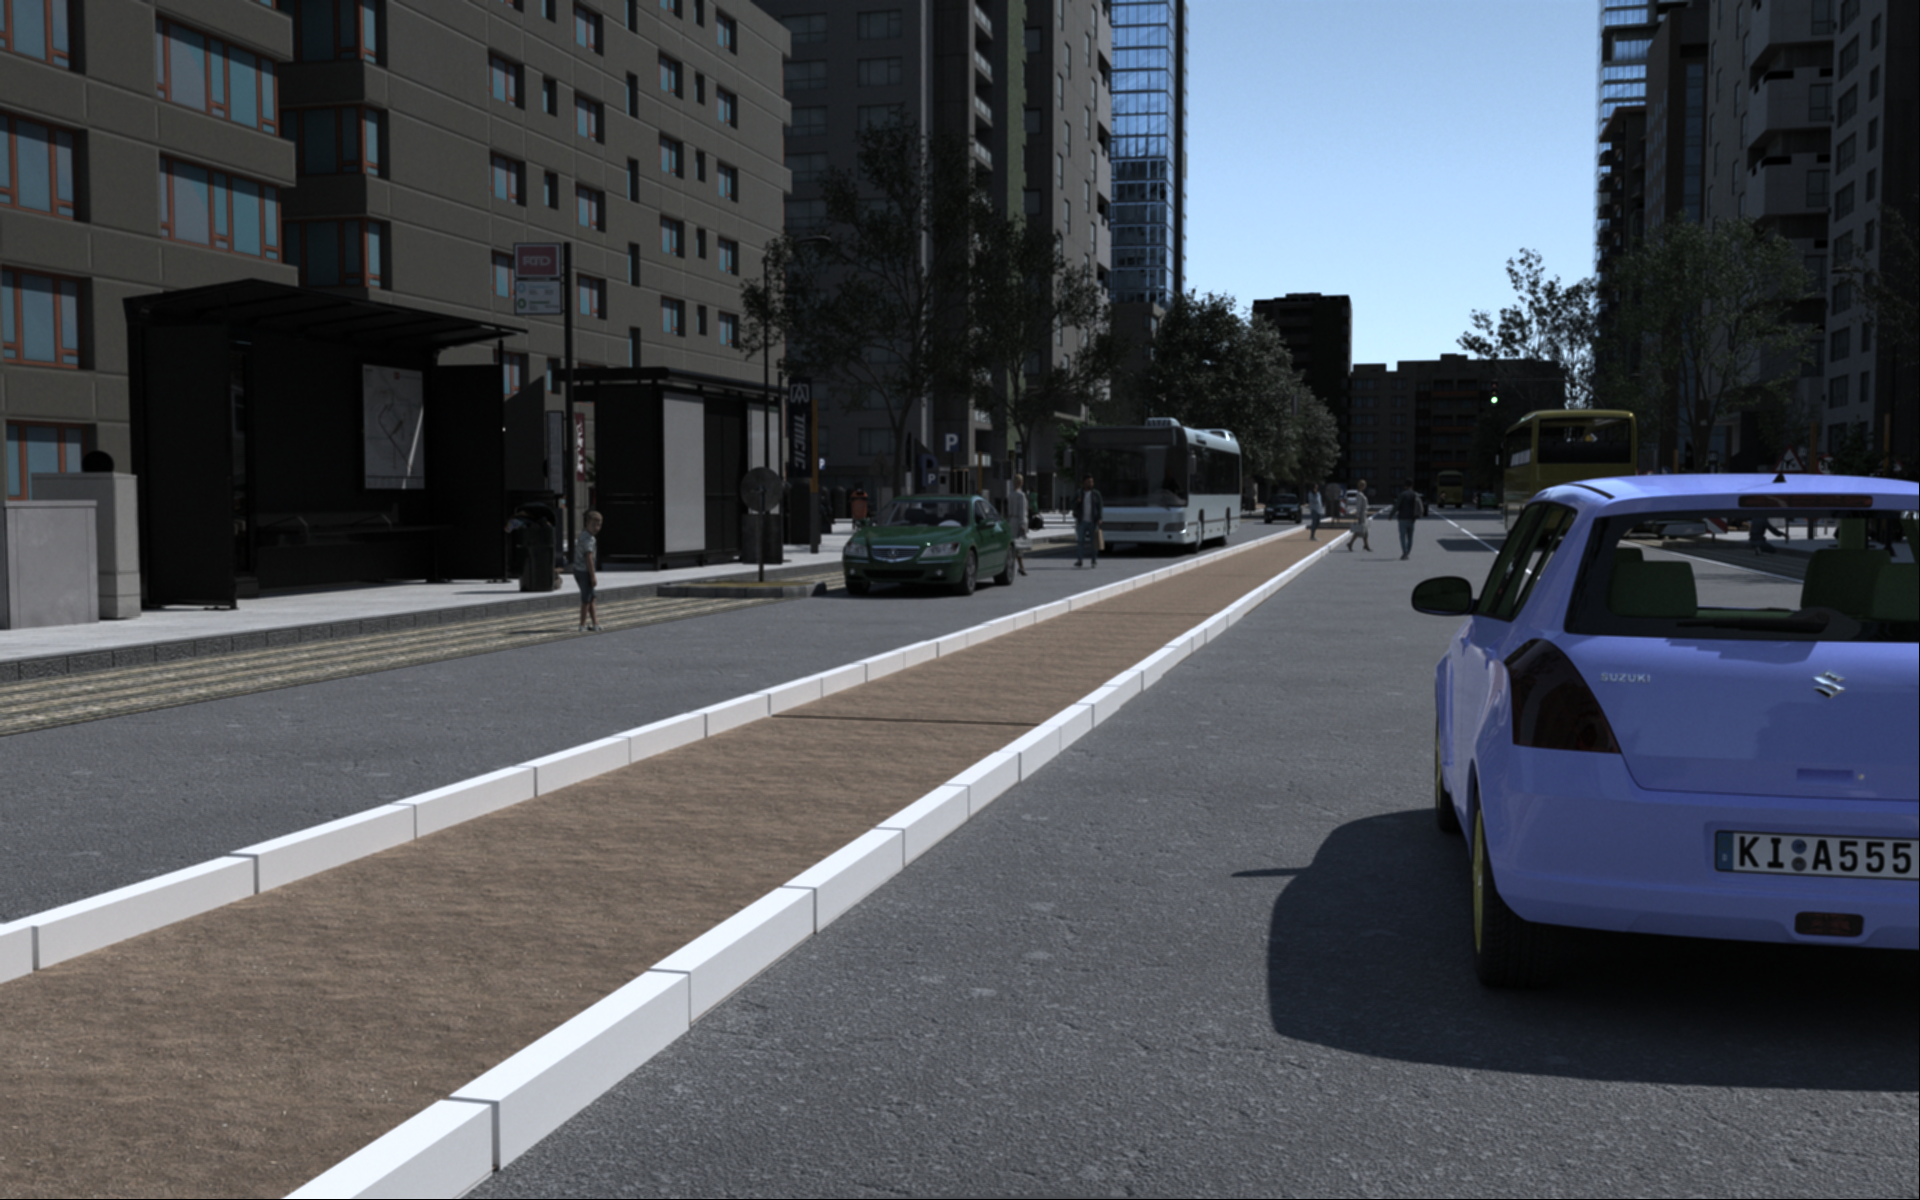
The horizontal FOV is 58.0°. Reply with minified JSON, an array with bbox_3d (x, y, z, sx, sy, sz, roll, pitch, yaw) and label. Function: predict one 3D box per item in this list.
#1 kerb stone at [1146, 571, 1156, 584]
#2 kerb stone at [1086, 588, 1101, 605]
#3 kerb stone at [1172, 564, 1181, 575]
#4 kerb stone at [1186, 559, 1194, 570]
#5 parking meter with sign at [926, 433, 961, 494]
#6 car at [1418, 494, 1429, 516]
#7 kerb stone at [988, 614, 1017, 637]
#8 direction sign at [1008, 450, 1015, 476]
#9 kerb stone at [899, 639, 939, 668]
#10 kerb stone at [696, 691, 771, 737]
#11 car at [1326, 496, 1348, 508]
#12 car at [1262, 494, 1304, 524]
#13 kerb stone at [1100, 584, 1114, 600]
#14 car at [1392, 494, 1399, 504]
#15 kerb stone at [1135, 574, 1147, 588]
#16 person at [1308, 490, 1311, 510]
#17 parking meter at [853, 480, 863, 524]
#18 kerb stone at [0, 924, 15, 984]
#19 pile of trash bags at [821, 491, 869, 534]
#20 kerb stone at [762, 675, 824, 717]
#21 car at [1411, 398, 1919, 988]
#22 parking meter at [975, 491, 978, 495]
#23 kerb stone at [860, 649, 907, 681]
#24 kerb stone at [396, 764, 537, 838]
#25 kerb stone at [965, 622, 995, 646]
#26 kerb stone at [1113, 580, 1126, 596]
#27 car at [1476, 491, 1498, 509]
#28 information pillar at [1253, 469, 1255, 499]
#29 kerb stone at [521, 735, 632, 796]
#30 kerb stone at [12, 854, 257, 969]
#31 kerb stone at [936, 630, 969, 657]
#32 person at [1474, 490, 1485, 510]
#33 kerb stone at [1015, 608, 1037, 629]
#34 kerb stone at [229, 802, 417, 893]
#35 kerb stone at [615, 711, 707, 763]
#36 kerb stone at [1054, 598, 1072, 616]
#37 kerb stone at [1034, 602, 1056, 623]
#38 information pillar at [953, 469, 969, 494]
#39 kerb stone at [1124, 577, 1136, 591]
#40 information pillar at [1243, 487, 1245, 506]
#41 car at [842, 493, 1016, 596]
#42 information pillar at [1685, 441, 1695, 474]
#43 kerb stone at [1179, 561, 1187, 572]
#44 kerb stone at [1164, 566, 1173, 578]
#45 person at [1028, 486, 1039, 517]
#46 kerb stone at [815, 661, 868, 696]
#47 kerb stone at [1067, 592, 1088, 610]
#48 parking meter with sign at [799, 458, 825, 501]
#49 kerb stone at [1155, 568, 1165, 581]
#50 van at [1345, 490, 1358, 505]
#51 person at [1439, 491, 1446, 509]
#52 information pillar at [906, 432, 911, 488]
[{"bbox_3d":[2.941,-0.325,27.510,0.120,0.150,1.000,1,4,14],"label":"kerb stone"},{"bbox_3d":[1.660,-0.021,22.541,0.120,0.150,1.000,1,4,14],"label":"kerb stone"},{"bbox_3d":[3.716,-0.506,30.490,0.120,0.150,1.000,1,4,14],"label":"kerb stone"},{"bbox_3d":[4.224,-0.629,32.474,0.120,0.150,1.000,1,4,14],"label":"kerb stone"},{"bbox_3d":[-0.644,-3.205,48.664,0.543,3.016,1.738,2,4,31],"label":"parking meter with sign"},{"bbox_3d":[29.467,-6.280,112.470,2.009,1.686,4.222,1,4,13],"label":"car"},{"bbox_3d":[0.383,0.282,17.590,0.120,0.150,1.000,1,4,14],"label":"kerb stone"},{"bbox_3d":[2.896,-5.953,89.329,0.876,3.537,0.379,-1,4,-12],"label":"direction sign"},{"bbox_3d":[-0.385,0.464,14.615,0.120,0.150,1.000,1,4,14],"label":"kerb stone"},{"bbox_3d":[-1.413,0.708,10.636,0.120,0.150,1.000,1,4,14],"label":"kerb stone"},{"bbox_3d":[37.376,-9.775,171.613,2.131,1.459,4.920,1,4,14],"label":"car"},{"bbox_3d":[15.763,-4.563,84.392,2.009,1.686,4.222,1,4,13],"label":"car"},{"bbox_3d":[1.916,-0.082,23.530,0.120,0.150,1.000,1,4,14],"label":"kerb stone"},{"bbox_3d":[45.568,-10.313,178.401,2.009,1.686,4.222,1,4,15],"label":"car"},{"bbox_3d":[2.688,-0.264,26.519,0.120,0.150,1.000,1,4,14],"label":"kerb stone"},{"bbox_3d":[30.859,-8.781,152.095,0.660,1.820,0.620,2,4,32],"label":"person"},{"bbox_3d":[-4.364,-4.191,74.233,0.399,1.863,0.255,-1,4,-21],"label":"parking meter"},{"bbox_3d":[-2.940,1.071,4.679,0.120,0.150,1.000,1,4,14],"label":"kerb stone"},{"bbox_3d":[-4.678,-2.862,56.547,3.447,1.369,1.912,-1,4,-14],"label":"pile of trash bags"},{"bbox_3d":[-1.151,0.647,11.624,0.120,0.150,1.000,1,4,14],"label":"kerb stone"},{"bbox_3d":[2.608,0.212,6.133,1.945,1.707,3.694,1,4,13],"label":"car"},{"bbox_3d":[1.018,-5.227,93.870,0.372,1.533,0.369,0,3,0],"label":"parking meter"},{"bbox_3d":[-0.637,0.525,13.618,0.120,0.150,1.000,1,4,14],"label":"kerb stone"},{"bbox_3d":[-2.181,0.889,7.657,0.120,0.150,1.000,1,4,14],"label":"kerb stone"},{"bbox_3d":[0.135,0.350,16.597,0.120,0.150,1.000,1,4,14],"label":"kerb stone"},{"bbox_3d":[2.171,-0.143,24.527,0.120,0.150,1.000,1,4,14],"label":"kerb stone"},{"bbox_3d":[50.008,-9.504,164.179,1.959,1.807,4.718,1,4,14],"label":"car"},{"bbox_3d":[21.883,-8.413,128.903,0.183,3.616,0.504,1,4,10],"label":"information pillar"},{"bbox_3d":[-1.923,0.829,8.646,0.120,0.150,1.000,1,4,14],"label":"kerb stone"},{"bbox_3d":[-2.688,1.019,5.678,0.120,0.150,1.000,1,4,14],"label":"kerb stone"},{"bbox_3d":[-0.119,0.410,15.606,0.120,0.150,1.000,1,4,14],"label":"kerb stone"},{"bbox_3d":[46.955,-9.018,156.458,1.217,1.766,0.721,-1,4,-15],"label":"person"},{"bbox_3d":[0.638,0.224,18.580,0.120,0.150,1.000,1,4,14],"label":"kerb stone"},{"bbox_3d":[-2.431,0.950,6.666,0.120,0.150,1.000,1,4,14],"label":"kerb stone"},{"bbox_3d":[-1.674,0.768,9.642,0.120,0.150,1.000,1,4,14],"label":"kerb stone"},{"bbox_3d":[1.146,0.109,20.561,0.120,0.150,1.000,1,4,14],"label":"kerb stone"},{"bbox_3d":[0.898,0.161,19.569,0.120,0.150,1.000,1,4,14],"label":"kerb stone"},{"bbox_3d":[0.059,-2.898,51.871,0.304,2.012,0.304,2,4,27],"label":"information pillar"},{"bbox_3d":[2.427,-0.200,25.521,0.120,0.150,1.000,1,4,14],"label":"kerb stone"},{"bbox_3d":[23.718,-8.615,145.348,0.304,2.012,0.304,-2,4,-29],"label":"information pillar"},{"bbox_3d":[-0.380,-0.873,26.066,2.131,1.459,4.920,1,4,13],"label":"car"},{"bbox_3d":[32.274,-5.213,76.588,0.504,3.616,0.183,1,4,13],"label":"information pillar"},{"bbox_3d":[3.963,-0.568,31.486,0.120,0.150,1.000,1,4,14],"label":"kerb stone"},{"bbox_3d":[3.454,-0.447,29.502,0.120,0.150,1.000,1,4,14],"label":"kerb stone"},{"bbox_3d":[3.260,-4.226,77.848,0.600,1.795,0.529,-1,4,-19],"label":"person"},{"bbox_3d":[-0.897,0.589,12.627,0.120,0.150,1.000,1,4,14],"label":"kerb stone"},{"bbox_3d":[1.408,0.039,21.550,0.120,0.150,1.000,1,4,14],"label":"kerb stone"},{"bbox_3d":[-7.476,-5.412,84.743,1.738,3.016,0.543,2,4,29],"label":"parking meter with sign"},{"bbox_3d":[3.205,-0.386,28.510,0.120,0.150,1.000,1,4,14],"label":"kerb stone"},{"bbox_3d":[41.952,-10.900,185.218,2.013,2.044,4.112,1,4,14],"label":"van"},{"bbox_3d":[46.817,-9.720,168.126,0.721,1.736,1.217,3,5,44],"label":"person"},{"bbox_3d":[-1.946,-4.535,65.505,0.183,3.616,0.504,-1,4,-15],"label":"information pillar"}]
